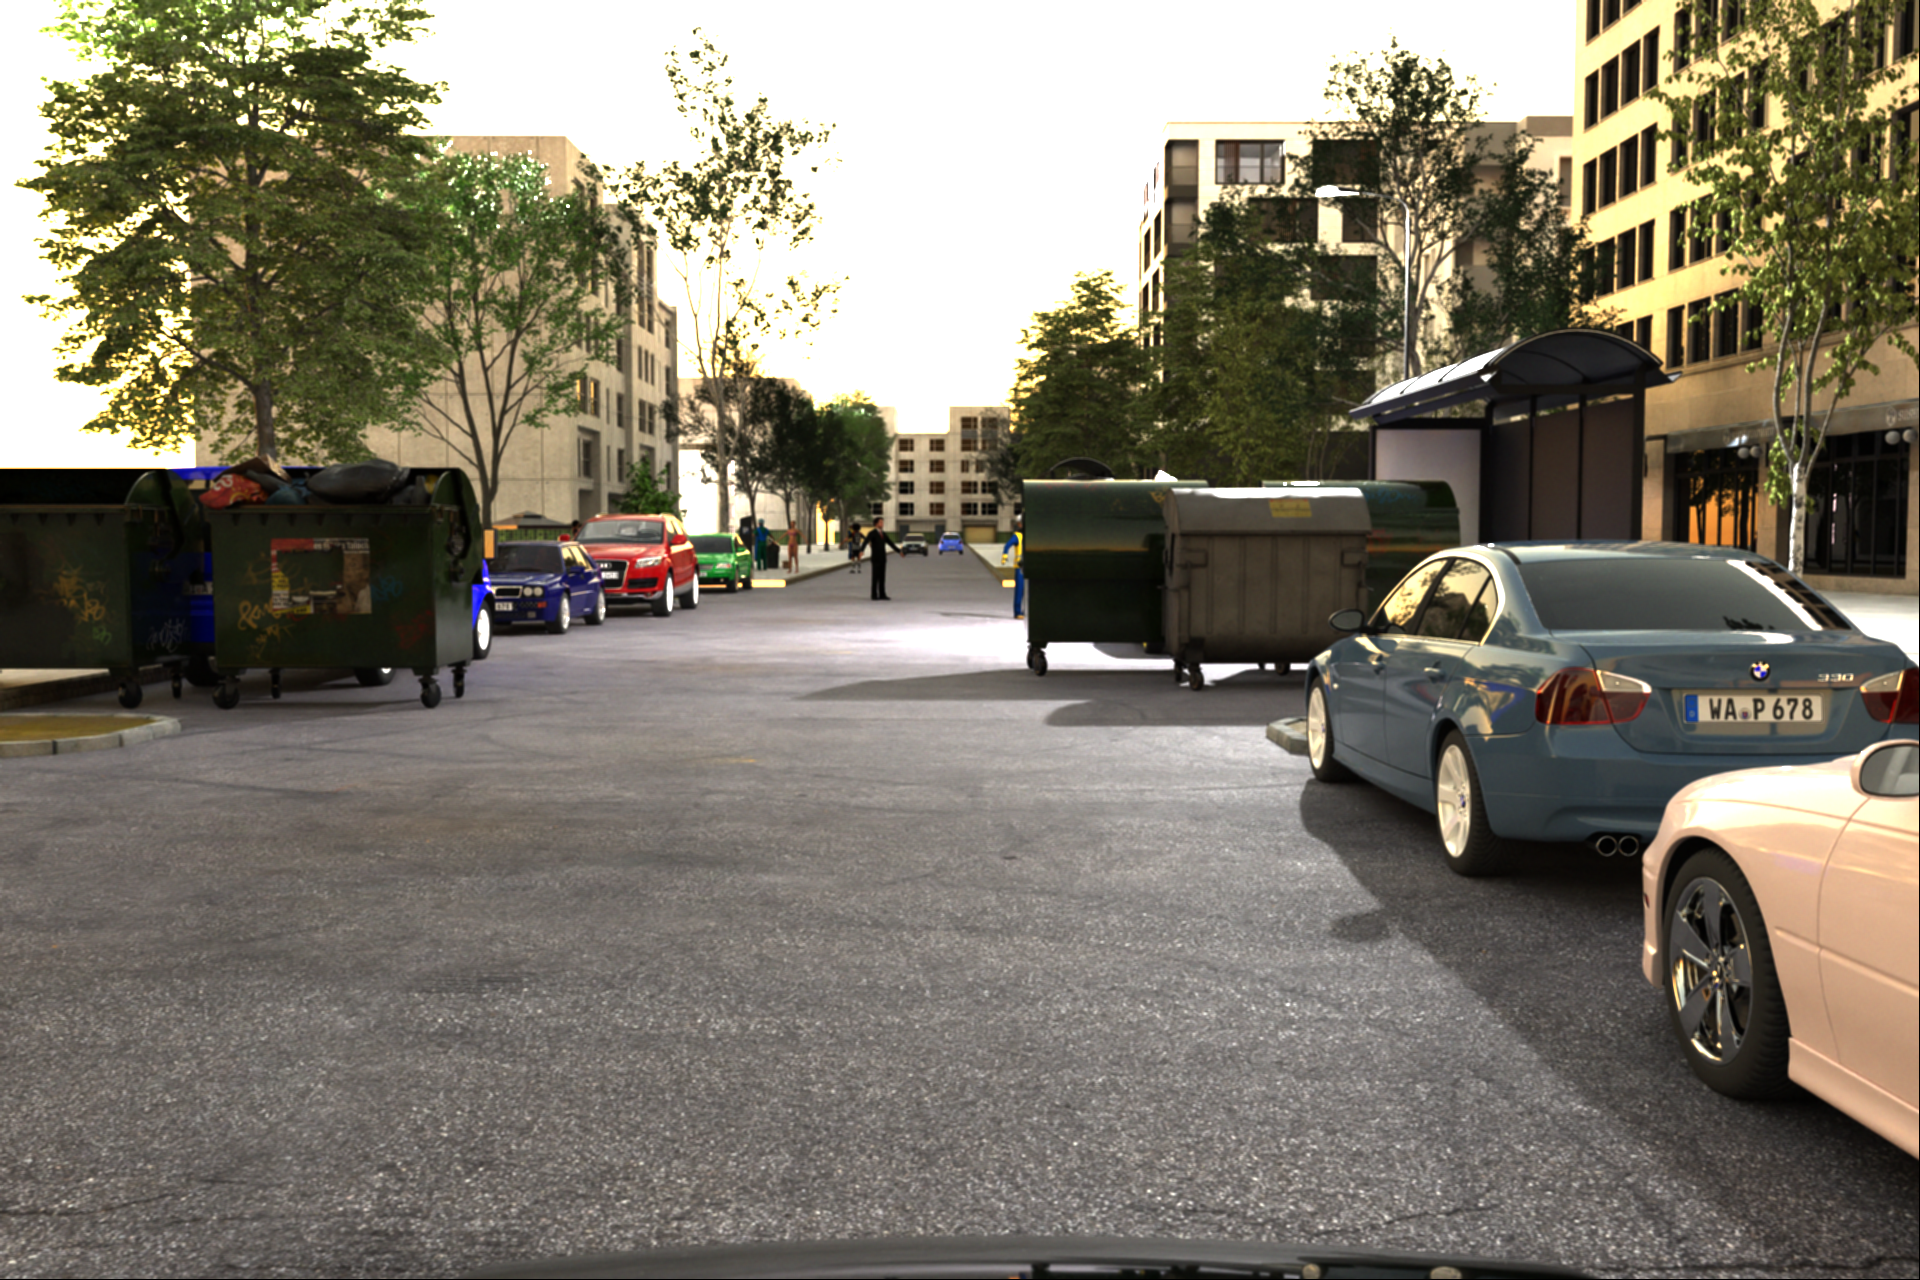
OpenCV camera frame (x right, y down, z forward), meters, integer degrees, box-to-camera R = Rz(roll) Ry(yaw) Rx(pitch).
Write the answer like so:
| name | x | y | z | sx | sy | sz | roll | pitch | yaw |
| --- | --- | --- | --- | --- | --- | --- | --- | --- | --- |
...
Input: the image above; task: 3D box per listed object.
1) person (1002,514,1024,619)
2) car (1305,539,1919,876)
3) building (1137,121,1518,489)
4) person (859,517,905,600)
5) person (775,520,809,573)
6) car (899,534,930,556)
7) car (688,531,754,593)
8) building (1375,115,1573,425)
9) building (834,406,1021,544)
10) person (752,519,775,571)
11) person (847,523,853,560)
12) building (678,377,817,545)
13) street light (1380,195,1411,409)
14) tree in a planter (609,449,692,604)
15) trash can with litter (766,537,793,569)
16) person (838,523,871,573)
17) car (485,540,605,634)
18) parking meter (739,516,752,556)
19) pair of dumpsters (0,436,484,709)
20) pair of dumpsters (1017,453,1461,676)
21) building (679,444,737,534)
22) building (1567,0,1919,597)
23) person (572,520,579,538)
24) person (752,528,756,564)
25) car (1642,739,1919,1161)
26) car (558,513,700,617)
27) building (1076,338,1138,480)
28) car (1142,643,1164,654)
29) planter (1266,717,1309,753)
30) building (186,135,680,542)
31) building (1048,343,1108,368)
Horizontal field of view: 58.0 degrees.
| name | x | y | z | sx | sy | sz | roll | pitch | yaw |
| --- | --- | --- | --- | --- | --- | --- | --- | --- | --- |
| person | 1.125 | -1.240 | 29.202 | 1.216 | 1.772 | 0.721 | -3 | 5 | -44 |
| car | 2.932 | 0.212 | 8.545 | 2.014 | 1.417 | 4.499 | 0 | 4 | 0 |
| building | 24.182 | -15.808 | 102.429 | 27.936 | 21.610 | 32.646 | 0 | 3 | 0 |
| person | -1.746 | -1.774 | 37.642 | 0.705 | 1.806 | 1.347 | 3 | 5 | 42 |
| person | -5.544 | -3.082 | 57.189 | 1.217 | 1.733 | 0.721 | 1 | 4 | 20 |
| car | -2.975 | -6.305 | 112.876 | 2.009 | 1.686 | 4.222 | 0 | 4 | 0 |
| car | -6.285 | -2.125 | 43.536 | 1.959 | 1.807 | 4.718 | 0 | 4 | 0 |
| building | 25.274 | -13.847 | 82.822 | 16.016 | 20.090 | 11.380 | 0 | 4 | -1 |
| building | -1.557 | -23.001 | 244.982 | 31.486 | 18.905 | 16.747 | 0 | 4 | 0 |
| person | -6.969 | -3.329 | 60.561 | 1.347 | 1.817 | 0.704 | -3 | 5 | -42 |
| person | -5.427 | -4.939 | 86.717 | 0.705 | 1.833 | 1.349 | 0 | 4 | 6 |
| building | -27.041 | -21.077 | 211.067 | 16.747 | 18.905 | 31.486 | 0 | 4 | 0 |
| street light | 6.531 | -3.102 | 23.256 | 1.470 | 5.913 | 1.316 | 0 | 4 | 0 |
| tree in a planter | -6.624 | -2.397 | 36.418 | 1.991 | 3.239 | 1.994 | 0 | 4 | 1 |
| trash can with litter | -6.700 | -3.226 | 64.135 | 1.055 | 1.170 | 0.624 | 0 | 4 | 0 |
| person | -3.858 | -3.393 | 64.078 | 1.345 | 1.843 | 0.704 | -2 | 4 | -27 |
| car | -6.497 | -0.821 | 26.003 | 1.945 | 1.354 | 3.894 | 0 | 3 | 0 |
| parking meter | -6.779 | -3.002 | 54.795 | 0.399 | 1.863 | 0.255 | 0 | 4 | 0 |
| pair of dumpsters | -6.395 | -0.589 | 14.580 | 4.436 | 2.255 | 1.574 | 0 | 4 | 0 |
| pair of dumpsters | 2.811 | -0.796 | 17.967 | 4.436 | 2.255 | 1.574 | 0 | 3 | 0 |
| building | -26.982 | -14.219 | 174.626 | 9.099 | 9.664 | 28.070 | 0 | 4 | 0 |
| building | 29.060 | -14.331 | 36.479 | 24.374 | 26.755 | 37.873 | 0 | 4 | 0 |
| person | -14.977 | -3.767 | 67.737 | 0.704 | 1.843 | 1.345 | -1 | 4 | -18 |
| person | -8.419 | -3.833 | 68.937 | 0.705 | 1.796 | 1.348 | 3 | 5 | 42 |
| car | 2.858 | 0.573 | 2.994 | 2.083 | 1.381 | 4.827 | 0 | 4 | -1 |
| car | -6.040 | -1.406 | 31.658 | 2.281 | 1.827 | 5.304 | 0 | 4 | -1 |
| building | 21.353 | -20.853 | 171.873 | 19.493 | 23.208 | 18.063 | 0 | 4 | -1 |
| car | 3.007 | -0.763 | 22.058 | 1.945 | 1.707 | 3.694 | 0 | 4 | -1 |
| planter | 3.167 | 0.565 | 11.902 | 1.991 | 0.319 | 1.994 | 0 | 4 | 0 |
| building | -25.899 | -13.843 | 92.791 | 16.747 | 18.905 | 31.486 | 0 | 4 | 0 |
| building | 23.832 | -21.865 | 201.459 | 27.936 | 21.610 | 32.646 | 0 | 4 | 0 |
